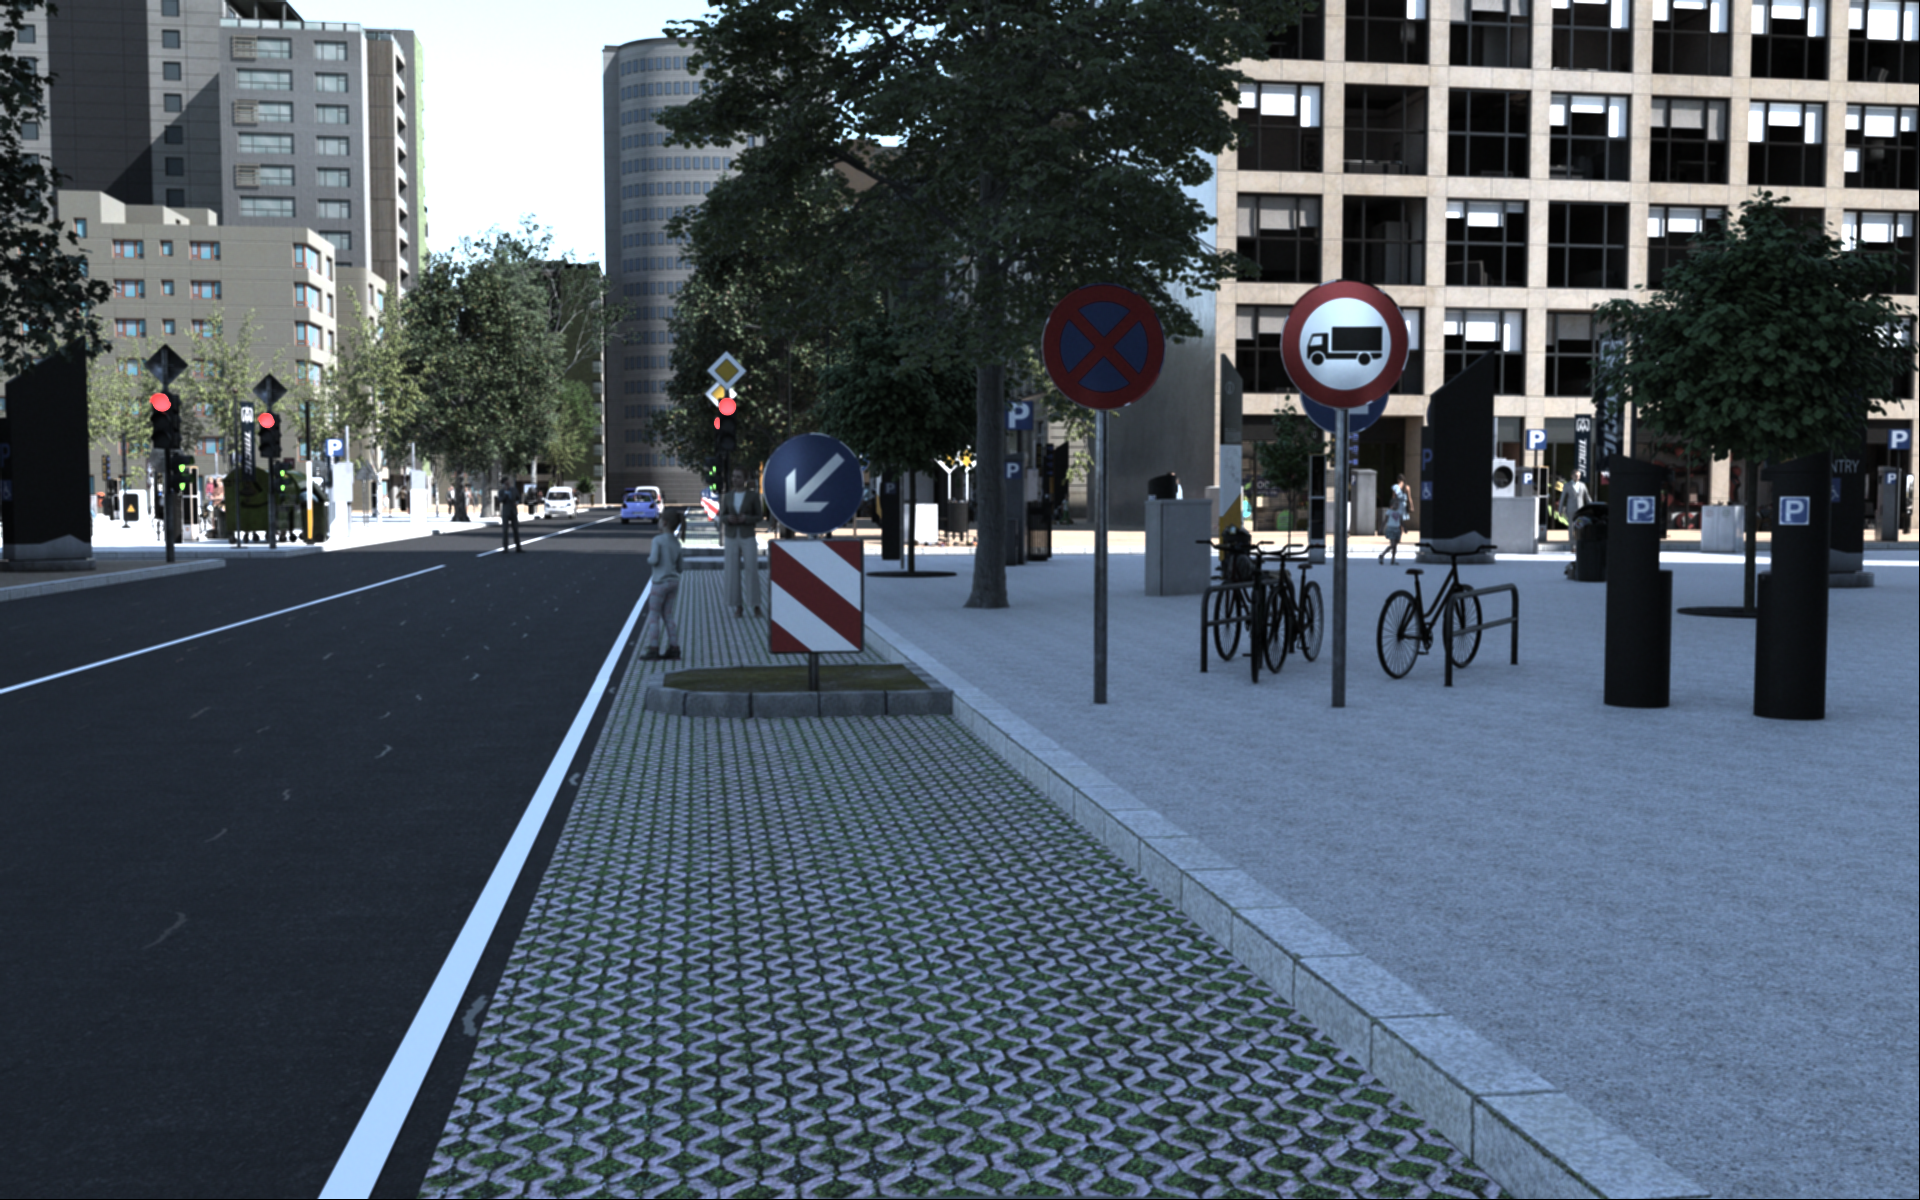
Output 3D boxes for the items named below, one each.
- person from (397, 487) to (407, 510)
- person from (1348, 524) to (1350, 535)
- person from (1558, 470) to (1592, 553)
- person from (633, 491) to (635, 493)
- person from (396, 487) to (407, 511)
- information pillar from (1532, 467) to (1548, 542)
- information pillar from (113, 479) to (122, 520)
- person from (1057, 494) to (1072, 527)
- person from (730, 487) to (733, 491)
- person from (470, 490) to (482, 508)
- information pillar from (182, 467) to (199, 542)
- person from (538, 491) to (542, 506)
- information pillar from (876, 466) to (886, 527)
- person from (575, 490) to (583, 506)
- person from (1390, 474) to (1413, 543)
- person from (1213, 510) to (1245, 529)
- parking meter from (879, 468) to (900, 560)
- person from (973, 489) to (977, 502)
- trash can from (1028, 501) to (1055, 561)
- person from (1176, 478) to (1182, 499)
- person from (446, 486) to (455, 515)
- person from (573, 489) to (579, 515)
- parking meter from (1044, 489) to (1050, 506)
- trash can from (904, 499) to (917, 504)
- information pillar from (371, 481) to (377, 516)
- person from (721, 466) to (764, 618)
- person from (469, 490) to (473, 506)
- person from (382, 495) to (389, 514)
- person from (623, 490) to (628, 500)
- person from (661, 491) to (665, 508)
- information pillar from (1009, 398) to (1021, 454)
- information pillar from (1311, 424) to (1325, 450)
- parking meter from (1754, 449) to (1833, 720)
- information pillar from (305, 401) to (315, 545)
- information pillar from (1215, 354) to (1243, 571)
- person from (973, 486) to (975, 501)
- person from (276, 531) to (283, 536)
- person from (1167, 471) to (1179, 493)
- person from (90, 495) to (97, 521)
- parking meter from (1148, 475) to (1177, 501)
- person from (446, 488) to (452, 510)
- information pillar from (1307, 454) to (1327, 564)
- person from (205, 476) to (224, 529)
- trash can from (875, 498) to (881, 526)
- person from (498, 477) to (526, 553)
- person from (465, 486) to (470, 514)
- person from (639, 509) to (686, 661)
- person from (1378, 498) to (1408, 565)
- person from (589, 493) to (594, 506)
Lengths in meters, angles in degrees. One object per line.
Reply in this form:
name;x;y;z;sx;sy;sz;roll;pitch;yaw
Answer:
person;-41.883;-7.614;130.517;1.348;1.826;0.705;1;4;18
person;12.499;-2.939;54.369;0.850;1.792;0.678;-3;4;-37
person;13.387;-1.924;37.624;0.709;1.813;0.853;0;4;-7
person;-32.003;-9.859;170.521;1.217;1.723;0.721;1;4;10
person;-41.359;-7.497;128.623;1.348;1.823;0.705;1;4;17
information pillar;15.505;-2.559;46.328;0.304;2.012;0.304;-1;4;-16
information pillar;-41.247;-4.912;84.803;0.304;2.012;0.304;0;4;3
person;4.089;-3.499;67.495;0.590;1.304;0.306;1;4;21
person;-16.145;-7.080;122.352;0.990;1.755;0.434;1;4;15
person;-44.312;-9.317;158.465;1.350;1.814;0.705;-1;4;-18
information pillar;-20.758;-2.582;46.703;0.304;2.012;0.304;1;4;13
person;-44.101;-10.671;181.988;0.415;1.643;0.593;1;4;11
information pillar;-3.008;-4.595;66.484;0.504;3.616;0.183;3;5;40
person;-39.828;-10.660;179.973;1.348;1.869;0.705;-1;4;-22
person;11.654;-2.420;45.706;0.616;1.811;0.778;1;4;11
person;6.839;-1.963;43.629;0.738;1.151;1.012;0;4;-2
parking meter;-1.366;-1.720;33.826;0.399;1.863;0.255;0;4;2
person;1.060;-5.805;101.129;0.592;1.802;0.473;3;4;38
trash can;1.459;-1.321;33.258;0.748;1.137;0.748;0;3;0
person;6.858;-2.953;54.593;0.793;1.790;0.793;-2;4;-31
person;-30.345;-5.942;103.595;0.834;1.777;0.661;3;5;45
person;-26.737;-6.810;119.986;1.348;1.807;0.705;3;5;45
parking meter;4.081;-4.407;80.471;0.372;1.533;0.369;0;3;0
trash can;-1.490;-2.081;45.683;0.748;1.137;0.748;0;3;0
information pillar;-33.855;-5.847;100.082;0.304;2.012;0.304;-1;4;-20
person;-2.539;-0.669;19.990;0.519;1.759;0.362;1;4;11
person;-52.551;-10.962;185.816;0.434;1.755;0.990;3;5;45
person;-37.405;-6.230;112.911;0.505;1.210;0.382;-2;4;-24
person;-28.737;-8.602;149.137;0.705;1.824;1.348;0;4;2
person;-30.246;-10.214;176.420;0.530;1.710;0.541;-2;4;-27
information pillar;1.355;-3.123;42.413;0.183;3.616;0.504;-2;4;-25
information pillar;10.663;-3.692;51.711;0.183;3.616;0.504;-2;4;-33
parking meter;4.788;-0.095;9.958;0.372;1.533;0.369;0;3;0
information pillar;-16.416;-3.200;43.682;0.183;3.616;0.504;-1;4;-17
information pillar;4.546;-2.310;29.128;0.504;3.616;0.183;-3;5;-41
person;0.865;-5.933;103.401;0.623;1.781;0.721;2;4;33
person;-20.878;-2.867;53.186;0.850;1.792;0.678;3;5;40
person;5.824;-2.576;47.515;0.474;1.900;0.648;0;4;-6
person;-41.208;-4.584;81.829;0.643;1.720;0.563;0;4;-2
parking meter;2.673;-0.887;22.913;0.372;1.533;0.369;0;3;0
person;-40.646;-8.025;137.809;0.434;1.755;0.990;-2;4;-24
information pillar;6.549;-1.669;31.773;0.304;2.012;0.304;0;4;7
person;-23.023;-2.904;53.495;0.573;1.828;0.580;3;5;44
trash can;-3.078;-3.562;69.898;0.748;1.137;0.748;0;3;0
person;-10.977;-2.085;42.395;0.655;1.846;0.447;-2;4;-30
person;-31.580;-6.363;110.437;0.716;1.782;0.532;-1;4;-16
person;-2.559;-0.126;14.836;0.394;1.301;0.425;1;4;15
person;7.867;-1.246;31.430;0.505;1.210;0.382;-2;4;-25
person;-40.148;-11.127;188.700;0.721;1.736;1.217;-3;5;-40
